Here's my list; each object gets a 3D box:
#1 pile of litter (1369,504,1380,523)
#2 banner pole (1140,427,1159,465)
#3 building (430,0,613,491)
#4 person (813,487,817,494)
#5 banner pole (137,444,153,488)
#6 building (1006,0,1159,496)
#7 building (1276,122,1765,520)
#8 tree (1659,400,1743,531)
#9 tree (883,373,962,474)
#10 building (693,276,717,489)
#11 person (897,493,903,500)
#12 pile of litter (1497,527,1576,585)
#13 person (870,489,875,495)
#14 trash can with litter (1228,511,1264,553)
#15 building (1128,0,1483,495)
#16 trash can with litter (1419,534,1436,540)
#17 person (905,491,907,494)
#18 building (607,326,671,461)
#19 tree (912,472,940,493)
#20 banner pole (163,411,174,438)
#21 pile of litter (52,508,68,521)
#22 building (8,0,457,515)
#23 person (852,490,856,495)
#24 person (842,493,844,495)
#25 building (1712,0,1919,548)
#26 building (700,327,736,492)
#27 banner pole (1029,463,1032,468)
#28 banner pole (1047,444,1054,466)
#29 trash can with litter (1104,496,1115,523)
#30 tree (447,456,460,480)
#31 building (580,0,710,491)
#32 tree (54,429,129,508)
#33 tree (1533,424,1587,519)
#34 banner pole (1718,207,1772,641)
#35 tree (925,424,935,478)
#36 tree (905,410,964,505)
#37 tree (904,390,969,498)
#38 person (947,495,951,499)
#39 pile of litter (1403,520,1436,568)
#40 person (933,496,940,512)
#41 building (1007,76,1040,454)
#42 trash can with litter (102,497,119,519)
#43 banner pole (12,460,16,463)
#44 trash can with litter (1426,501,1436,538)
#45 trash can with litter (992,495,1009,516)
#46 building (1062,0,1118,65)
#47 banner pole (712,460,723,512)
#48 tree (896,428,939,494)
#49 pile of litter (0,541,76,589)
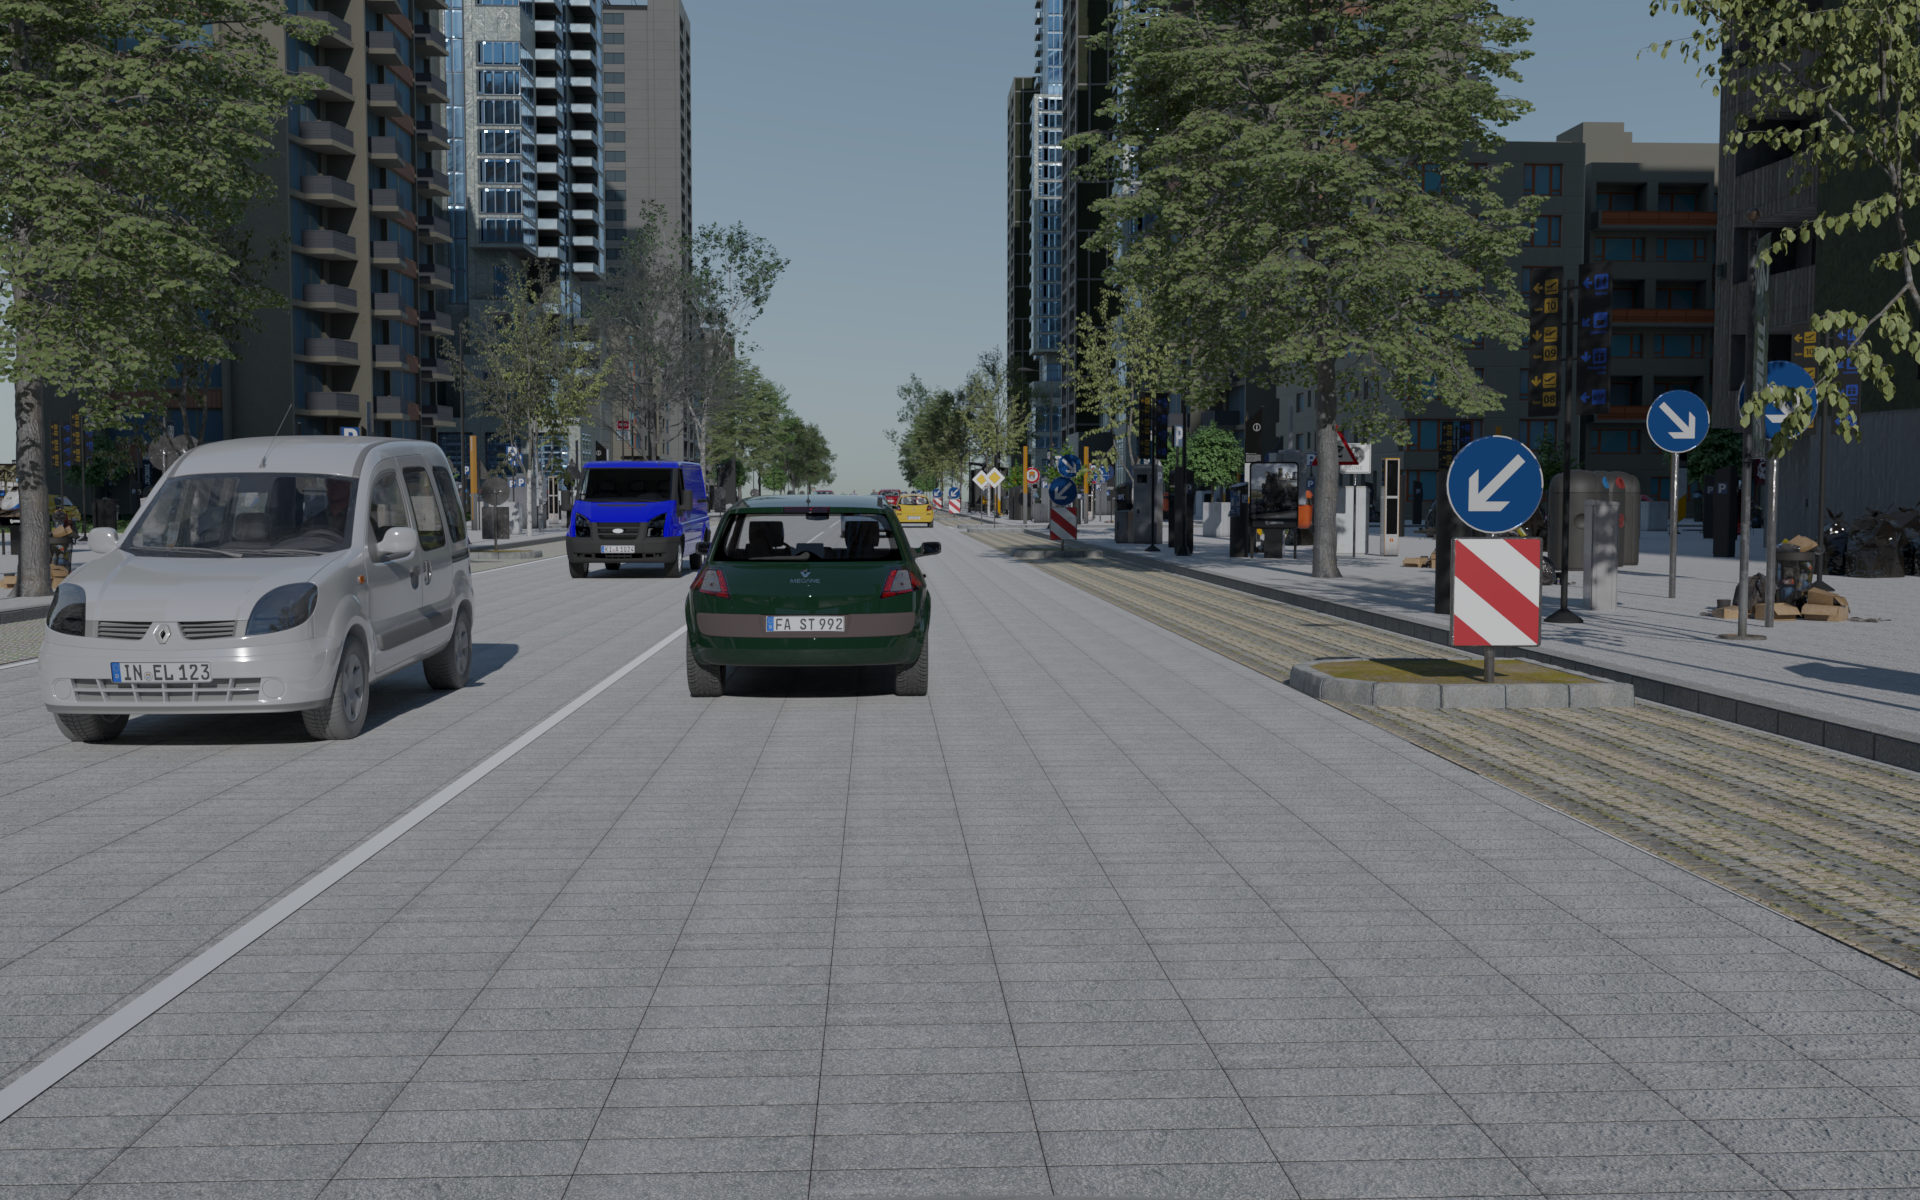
[{"bbox_3d":[18.747,-3.946,78.479,1.176,0.858,1.719,-1,4,-19],"label":"pile of litter"},{"bbox_3d":[6.236,-4.068,56.532,0.863,3.779,0.401,-1,4,-21],"label":"banner pole"},{"bbox_3d":[-44.012,-51.777,159.226,22.319,86.520,31.000,0,4,-3],"label":"building"},{"bbox_3d":[-8.902,-6.021,106.808,0.748,1.841,0.638,1,4,22],"label":"person"},{"bbox_3d":[-40.776,-5.905,86.560,0.863,3.779,0.401,-2,4,-31],"label":"banner pole"},{"bbox_3d":[19.553,-58.551,269.973,22.319,86.520,31.000,0,4,-3],"label":"building"},{"bbox_3d":[35.691,-15.563,99.497,28.899,21.520,27.650,0,4,-3],"label":"building"},{"bbox_3d":[26.208,-4.710,60.723,4.285,4.588,4.351,0,3,0],"label":"tree"},{"bbox_3d":[-5.615,-25.214,268.137,12.611,20.169,13.585,0,3,0],"label":"tree"},{"bbox_3d":[-54.503,-35.815,277.459,32.217,40.220,23.993,0,4,-3],"label":"building"},{"bbox_3d":[-3.622,-5.751,105.127,0.503,1.515,0.523,-2,4,-29],"label":"person"},{"bbox_3d":[7.870,-0.660,24.764,1.719,0.858,1.176,2,4,31],"label":"pile of litter"},{"bbox_3d":[-6.508,-7.521,131.651,0.590,1.801,0.661,-3,5,-39],"label":"person"},{"bbox_3d":[6.429,-1.618,37.848,1.055,1.170,0.624,-1,4,-22],"label":"trash can with litter"},{"bbox_3d":[25.435,-29.044,129.487,22.147,44.769,28.867,0,4,-3],"label":"building"},{"bbox_3d":[13.803,-2.271,48.185,1.678,1.210,2.233,-2,4,-31],"label":"trash can with litter"},{"bbox_3d":[-5.690,-10.505,180.976,1.217,1.735,0.721,2,4,24],"label":"person"},{"bbox_3d":[-47.627,-21.181,191.356,27.650,21.520,28.899,0,4,-3],"label":"building"},{"bbox_3d":[-4.224,-16.165,248.013,4.285,4.588,4.351,0,3,0],"label":"tree"},{"bbox_3d":[-23.792,-3.798,52.121,0.401,3.779,0.863,0,4,1],"label":"banner pole"},{"bbox_3d":[-26.878,-2.281,51.253,1.176,0.858,1.719,2,4,28],"label":"pile of litter"},{"bbox_3d":[-43.976,-27.575,105.471,22.147,44.769,28.867,0,4,-3],"label":"building"},{"bbox_3d":[-11.186,-10.730,183.810,0.709,1.838,0.599,-3,5,-40],"label":"person"},{"bbox_3d":[-19.549,-17.189,290.344,0.445,1.727,0.742,3,5,41],"label":"person"},{"bbox_3d":[24.695,-16.280,37.877,14.160,30.474,14.107,0,4,-3],"label":"building"},{"bbox_3d":[-46.183,-32.183,297.888,14.160,30.474,14.107,0,4,-3],"label":"building"},{"bbox_3d":[5.707,-9.190,140.268,0.401,3.779,0.863,2,4,25],"label":"banner pole"},{"bbox_3d":[4.499,-5.861,85.851,0.401,3.779,0.863,2,4,31],"label":"banner pole"},{"bbox_3d":[7.257,-4.039,77.092,2.233,1.210,1.678,-3,5,-41],"label":"trash can with litter"},{"bbox_3d":[-23.041,-5.009,76.498,1.663,3.219,1.824,0,3,0],"label":"tree"},{"bbox_3d":[-47.685,-49.867,253.584,20.563,71.187,20.611,0,4,-3],"label":"building"},{"bbox_3d":[-41.293,-6.028,82.272,4.285,4.588,4.351,0,3,0],"label":"tree"},{"bbox_3d":[16.310,-3.284,48.292,1.663,3.219,1.824,0,3,0],"label":"tree"},{"bbox_3d":[6.886,-1.529,15.013,0.401,3.779,0.863,1,4,12],"label":"banner pole"},{"bbox_3d":[-0.199,-12.555,155.637,4.737,8.622,4.395,0,3,0],"label":"tree"},{"bbox_3d":[-2.667,-17.172,206.518,9.928,11.665,9.643,0,3,0],"label":"tree"},{"bbox_3d":[-2.380,-16.546,188.648,7.486,12.596,7.792,0,3,0],"label":"tree"},{"bbox_3d":[-1.351,-13.522,229.460,0.709,1.838,0.599,-1,4,-18],"label":"person"},{"bbox_3d":[8.335,-0.997,30.261,1.176,0.858,1.719,0,4,8],"label":"pile of litter"},{"bbox_3d":[-1.877,-7.808,137.006,0.563,1.720,0.643,-1,4,-14],"label":"person"},{"bbox_3d":[16.799,-52.497,296.574,20.563,71.187,20.611,0,4,-3],"label":"building"},{"bbox_3d":[-29.998,-3.076,61.683,1.055,1.170,0.624,-1,4,-10],"label":"trash can with litter"},{"bbox_3d":[-60.320,-7.398,110.982,0.401,3.779,0.863,2,4,31],"label":"banner pole"},{"bbox_3d":[14.249,-2.447,51.402,0.624,1.170,1.055,3,4,36],"label":"trash can with litter"},{"bbox_3d":[3.120,-5.643,103.312,2.233,1.210,1.678,1,4,14],"label":"trash can with litter"},{"bbox_3d":[20.729,-46.529,198.998,20.563,71.187,20.611,0,4,-3],"label":"building"},{"bbox_3d":[-17.803,-8.398,127.322,0.863,3.779,0.401,0,4,-4],"label":"banner pole"},{"bbox_3d":[-6.396,-23.479,290.536,9.857,13.997,8.962,0,3,0],"label":"tree"},{"bbox_3d":[-12.596,-0.603,23.827,1.719,0.858,1.176,2,4,32],"label":"pile of litter"}]
